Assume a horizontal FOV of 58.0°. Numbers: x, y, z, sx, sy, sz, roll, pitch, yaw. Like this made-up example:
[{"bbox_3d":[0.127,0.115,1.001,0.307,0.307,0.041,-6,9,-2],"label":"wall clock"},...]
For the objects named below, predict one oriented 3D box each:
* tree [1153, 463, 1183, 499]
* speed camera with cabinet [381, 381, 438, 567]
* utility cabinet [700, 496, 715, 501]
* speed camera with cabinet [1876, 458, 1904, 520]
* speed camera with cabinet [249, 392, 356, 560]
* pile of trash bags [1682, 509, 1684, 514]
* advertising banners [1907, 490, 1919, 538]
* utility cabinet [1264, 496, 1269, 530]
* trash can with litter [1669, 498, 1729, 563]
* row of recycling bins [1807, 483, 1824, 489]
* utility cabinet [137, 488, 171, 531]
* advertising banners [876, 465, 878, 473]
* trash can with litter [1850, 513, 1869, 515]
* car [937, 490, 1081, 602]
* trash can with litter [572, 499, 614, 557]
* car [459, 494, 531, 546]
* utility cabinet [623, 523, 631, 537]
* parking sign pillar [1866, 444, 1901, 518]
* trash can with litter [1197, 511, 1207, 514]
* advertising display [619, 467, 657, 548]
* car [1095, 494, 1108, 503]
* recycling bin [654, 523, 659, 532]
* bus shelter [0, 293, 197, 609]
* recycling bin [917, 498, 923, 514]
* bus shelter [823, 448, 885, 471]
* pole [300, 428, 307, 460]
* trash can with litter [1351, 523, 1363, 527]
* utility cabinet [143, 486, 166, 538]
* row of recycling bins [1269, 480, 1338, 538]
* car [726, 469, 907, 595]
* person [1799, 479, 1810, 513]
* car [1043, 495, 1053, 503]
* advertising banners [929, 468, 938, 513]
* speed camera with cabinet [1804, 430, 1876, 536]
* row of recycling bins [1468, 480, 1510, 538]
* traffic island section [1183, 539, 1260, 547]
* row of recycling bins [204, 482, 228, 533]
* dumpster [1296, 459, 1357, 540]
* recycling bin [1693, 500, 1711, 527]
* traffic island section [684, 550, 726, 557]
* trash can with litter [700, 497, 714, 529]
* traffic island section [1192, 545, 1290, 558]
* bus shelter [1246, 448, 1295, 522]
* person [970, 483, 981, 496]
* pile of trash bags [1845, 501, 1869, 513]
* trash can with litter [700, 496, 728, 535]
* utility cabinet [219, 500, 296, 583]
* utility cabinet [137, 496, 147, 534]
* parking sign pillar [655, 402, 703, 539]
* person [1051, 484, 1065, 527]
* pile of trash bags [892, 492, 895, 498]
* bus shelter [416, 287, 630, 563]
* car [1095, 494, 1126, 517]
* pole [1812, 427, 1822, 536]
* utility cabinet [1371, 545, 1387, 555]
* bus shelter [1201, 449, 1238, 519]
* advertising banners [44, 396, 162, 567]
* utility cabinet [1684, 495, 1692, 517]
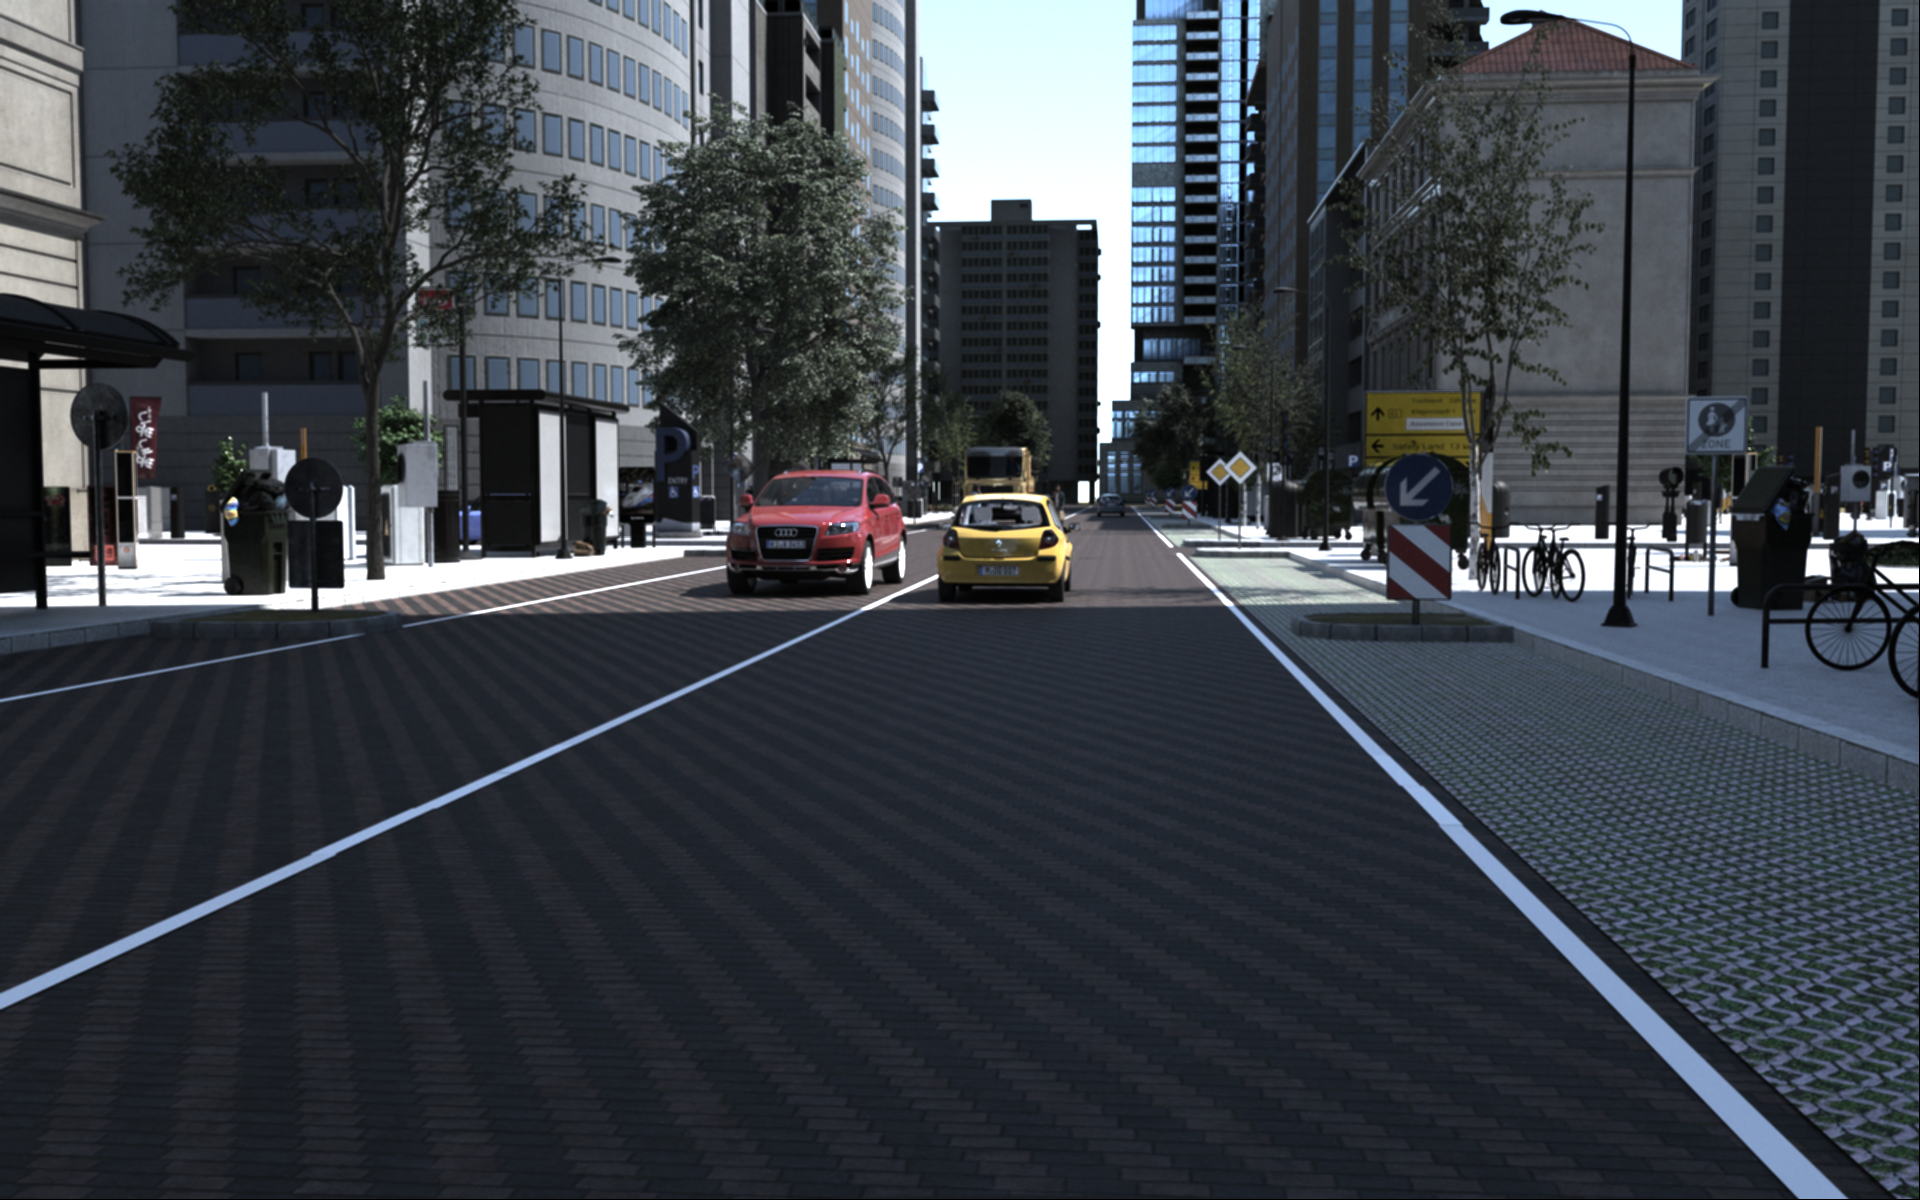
[{"bbox_3d":[20.605,-11.474,171.307,4.285,4.588,4.351,0,3,0],"label":"tree"},{"bbox_3d":[-9.834,-2.233,30.854,0.660,3.252,2.038,-2,4,-30],"label":"speed camera with cabinet"},{"bbox_3d":[-10.516,-3.715,71.897,0.306,1.237,1.020,1,4,20],"label":"utility cabinet"},{"bbox_3d":[47.172,-5.710,87.690,2.038,3.252,0.660,-2,4,-35],"label":"speed camera with cabinet"},{"bbox_3d":[-12.798,-2.407,33.698,2.038,3.252,0.660,1,4,19],"label":"speed camera with cabinet"},{"bbox_3d":[46.486,-6.308,112.884,1.912,1.369,3.447,0,4,-2],"label":"pile of trash bags"},{"bbox_3d":[28.163,-3.329,50.609,0.090,3.025,2.074,1,4,9],"label":"advertising banners"},{"bbox_3d":[11.415,-3.113,62.058,1.020,1.237,0.306,2,4,31],"label":"utility cabinet"},{"bbox_3d":[14.547,-1.364,33.361,2.233,1.210,1.678,-2,4,-27],"label":"trash can with litter"},{"bbox_3d":[39.497,-4.441,79.730,1.069,1.692,3.534,1,4,18],"label":"row of recycling bins"},{"bbox_3d":[-27.571,-3.079,59.021,1.173,1.500,0.318,-3,5,-45],"label":"utility cabinet"},{"bbox_3d":[-5.186,-6.693,105.618,0.090,3.025,2.074,-1,4,-11],"label":"advertising banners"},{"bbox_3d":[55.525,-5.784,105.629,1.678,1.210,2.233,-2,4,-32],"label":"trash can with litter"},{"bbox_3d":[0.692,-0.873,24.495,2.015,1.641,3.980,0,4,5],"label":"car"},{"bbox_3d":[-7.622,-1.499,35.898,0.624,1.170,1.055,0,4,8],"label":"trash can with litter"},{"bbox_3d":[-12.558,-2.288,47.003,3.694,1.707,1.945,0,4,5],"label":"car"},{"bbox_3d":[-9.875,-2.509,52.191,0.306,1.237,1.020,0,4,3],"label":"utility cabinet"},{"bbox_3d":[50.333,-6.486,94.511,1.447,3.967,1.447,0,4,-7],"label":"parking sign pillar"},{"bbox_3d":[16.122,-6.244,113.152,2.233,1.210,1.678,3,5,44],"label":"trash can with litter"},{"bbox_3d":[-7.681,-2.208,41.311,0.974,1.923,0.123,1,4,19],"label":"advertising display"},{"bbox_3d":[14.347,-9.699,170.374,2.131,1.459,4.920,0,4,4],"label":"car"},{"bbox_3d":[-9.553,-2.709,56.851,0.722,1.027,0.722,2,4,27],"label":"recycling bin"},{"bbox_3d":[-9.785,-1.397,16.771,2.014,3.302,5.546,0,4,5],"label":"bus shelter"},{"bbox_3d":[-2.790,-5.813,107.600,0.722,1.027,0.722,3,4,36],"label":"recycling bin"},{"bbox_3d":[-4.706,-5.090,77.144,2.014,3.302,5.546,0,4,5],"label":"bus shelter"},{"bbox_3d":[-20.228,-3.644,53.418,0.158,3.312,0.155,0,3,0],"label":"pole"},{"bbox_3d":[15.272,-3.522,68.636,1.678,1.210,2.233,-1,4,-16],"label":"trash can with litter"},{"bbox_3d":[-23.310,-2.535,50.132,0.318,1.500,1.173,-2,4,-30],"label":"utility cabinet"},{"bbox_3d":[10.304,-2.734,51.806,1.069,1.692,3.534,3,5,39],"label":"row of recycling bins"},{"bbox_3d":[-2.090,-1.085,26.415,2.281,1.827,5.304,0,4,7],"label":"car"},{"bbox_3d":[19.949,-2.042,42.106,0.699,1.804,1.509,-2,4,-32],"label":"person"},{"bbox_3d":[6.709,-7.870,141.035,2.083,1.381,4.827,0,4,5],"label":"car"},{"bbox_3d":[-1.785,-7.292,115.404,0.090,3.025,2.074,-1,4,-16],"label":"advertising banners"},{"bbox_3d":[26.765,-3.589,53.009,2.038,3.252,0.660,0,4,-6],"label":"speed camera with cabinet"},{"bbox_3d":[15.493,-2.760,52.238,1.069,1.692,3.534,-1,4,-8],"label":"row of recycling bins"},{"bbox_3d":[7.200,-1.569,47.933,2.009,0.180,2.903,0,4,5],"label":"traffic island section"},{"bbox_3d":[-23.502,-3.032,56.686,3.534,1.692,1.069,3,4,36],"label":"row of recycling bins"},{"bbox_3d":[10.344,-2.839,48.915,1.502,2.255,1.985,0,4,5],"label":"dumpster"},{"bbox_3d":[29.438,-3.427,68.580,0.722,1.027,0.722,2,4,29],"label":"recycling bin"},{"bbox_3d":[-5.222,-1.148,41.056,2.009,0.180,2.903,0,4,5],"label":"traffic island section"},{"bbox_3d":[-9.355,-3.172,63.253,0.624,1.170,1.055,-2,4,-27],"label":"trash can with litter"},{"bbox_3d":[6.469,-1.083,39.981,2.009,0.180,2.903,0,4,5],"label":"traffic island section"},{"bbox_3d":[13.810,-5.149,78.107,2.014,3.302,5.546,0,4,5],"label":"bus shelter"},{"bbox_3d":[0.462,-2.970,57.323,0.793,1.790,0.793,3,4,39],"label":"person"},{"bbox_3d":[60.341,-6.502,116.062,1.912,1.369,3.447,2,4,26],"label":"pile of trash bags"},{"bbox_3d":[-7.572,-2.631,54.079,2.233,1.210,1.678,1,4,11],"label":"trash can with litter"},{"bbox_3d":[-10.235,-0.863,25.279,0.306,1.237,1.020,3,5,41],"label":"utility cabinet"},{"bbox_3d":[-26.459,-2.748,56.087,0.306,1.237,1.020,1,4,19],"label":"utility cabinet"},{"bbox_3d":[-8.223,-3.785,50.364,1.447,3.967,1.447,2,4,26],"label":"parking sign pillar"},{"bbox_3d":[4.065,-3.840,71.262,0.794,1.824,0.713,3,5,42],"label":"person"},{"bbox_3d":[-4.205,-4.622,85.322,1.912,1.369,3.447,2,4,29],"label":"pile of trash bags"},{"bbox_3d":[-9.197,-3.582,36.193,2.179,5.291,8.768,0,4,5],"label":"bus shelter"},{"bbox_3d":[9.644,-6.040,110.755,2.014,1.417,4.499,0,4,4],"label":"car"},{"bbox_3d":[25.973,-3.586,52.470,0.158,3.312,0.155,0,3,0],"label":"pole"},{"bbox_3d":[8.861,-1.692,36.338,0.318,1.500,1.173,1,4,23],"label":"utility cabinet"},{"bbox_3d":[13.967,-6.232,93.169,1.731,3.624,6.357,0,4,5],"label":"bus shelter"},{"bbox_3d":[-15.324,-2.121,30.872,2.074,3.025,0.090,-1,4,-20],"label":"advertising banners"},{"bbox_3d":[40.629,-5.217,96.455,0.306,1.237,1.020,3,5,40],"label":"utility cabinet"}]
